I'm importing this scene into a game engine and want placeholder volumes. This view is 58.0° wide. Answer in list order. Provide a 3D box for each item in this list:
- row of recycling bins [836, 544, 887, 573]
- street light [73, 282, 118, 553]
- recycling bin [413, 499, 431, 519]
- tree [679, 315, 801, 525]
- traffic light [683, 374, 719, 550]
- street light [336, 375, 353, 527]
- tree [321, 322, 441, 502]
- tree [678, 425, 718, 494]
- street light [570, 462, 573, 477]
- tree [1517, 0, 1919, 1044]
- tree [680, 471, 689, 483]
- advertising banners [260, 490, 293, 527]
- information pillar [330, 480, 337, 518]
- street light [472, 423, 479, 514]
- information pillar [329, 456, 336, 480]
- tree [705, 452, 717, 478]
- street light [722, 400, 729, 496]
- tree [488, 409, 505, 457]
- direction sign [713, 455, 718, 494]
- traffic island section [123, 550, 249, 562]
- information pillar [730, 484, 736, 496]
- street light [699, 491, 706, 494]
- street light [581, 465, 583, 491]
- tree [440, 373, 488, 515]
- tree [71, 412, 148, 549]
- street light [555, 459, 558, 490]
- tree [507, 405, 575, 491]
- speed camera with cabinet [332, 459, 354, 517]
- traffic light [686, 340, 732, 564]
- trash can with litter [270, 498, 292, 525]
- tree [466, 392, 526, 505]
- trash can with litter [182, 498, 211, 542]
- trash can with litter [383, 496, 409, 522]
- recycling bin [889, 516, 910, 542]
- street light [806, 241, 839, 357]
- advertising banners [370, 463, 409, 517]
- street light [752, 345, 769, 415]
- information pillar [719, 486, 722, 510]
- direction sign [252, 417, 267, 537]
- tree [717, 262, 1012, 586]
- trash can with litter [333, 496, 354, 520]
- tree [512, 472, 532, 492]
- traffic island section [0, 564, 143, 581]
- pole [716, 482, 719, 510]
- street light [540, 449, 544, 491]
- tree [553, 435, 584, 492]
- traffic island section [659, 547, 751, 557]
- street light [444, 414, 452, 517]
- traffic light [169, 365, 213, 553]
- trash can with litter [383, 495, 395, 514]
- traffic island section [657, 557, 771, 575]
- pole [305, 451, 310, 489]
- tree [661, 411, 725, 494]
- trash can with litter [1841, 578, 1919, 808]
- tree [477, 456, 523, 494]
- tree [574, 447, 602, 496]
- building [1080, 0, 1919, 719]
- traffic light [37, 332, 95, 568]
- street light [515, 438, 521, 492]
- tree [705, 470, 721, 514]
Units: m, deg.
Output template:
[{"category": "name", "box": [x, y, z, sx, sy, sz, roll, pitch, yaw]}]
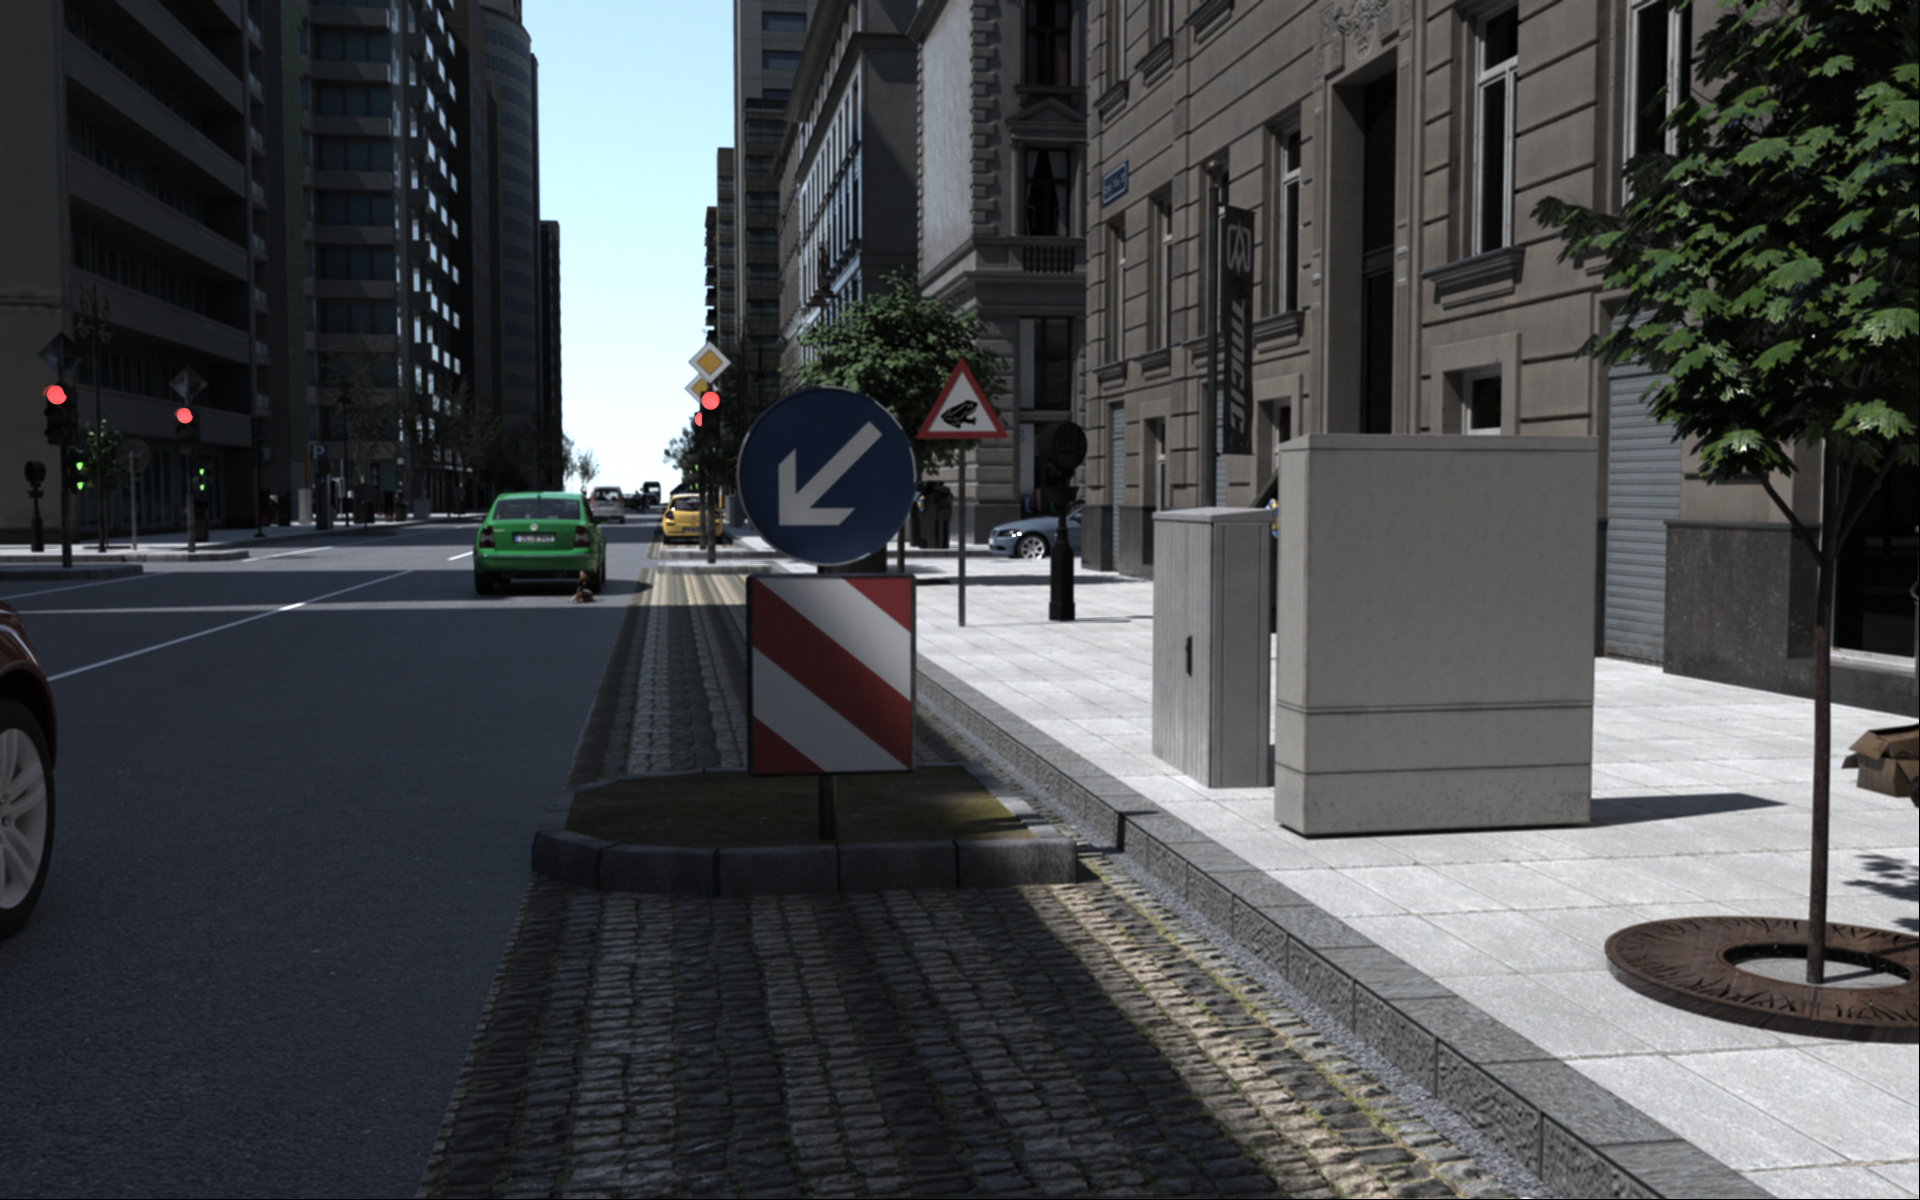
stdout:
[{"category": "row of recycling bins", "box": [-1.795, -1.347, 29.143, 1.069, 1.692, 3.534, -1, 4, -9]}, {"category": "street light", "box": [-18.845, -3.981, 37.873, 0.468, 5.910, 1.993, -1, 4, -10]}, {"category": "recycling bin", "box": [-27.524, -4.649, 88.562, 0.722, 1.027, 0.722, 0, 4, -3]}, {"category": "tree", "box": [-8.872, -7.398, 71.316, 4.360, 8.622, 3.978, 0, 3, 0]}, {"category": "traffic light", "box": [-5.933, -3.108, 39.733, 0.839, 4.253, 0.868, -1, 4, -10]}, {"category": "street light", "box": [-23.912, -5.788, 67.418, 0.468, 5.910, 1.993, -1, 4, -10]}, {"category": "tree", "box": [-25.755, -7.633, 75.162, 4.360, 8.622, 3.978, 0, 3, 0]}, {"category": "tree", "box": [-26.995, -14.006, 179.367, 4.737, 8.622, 4.395, 0, 3, 0]}, {"category": "street light", "box": [-50.392, -15.416, 224.841, 0.468, 5.910, 1.993, -1, 4, -10]}, {"category": "tree", "box": [2.206, -0.594, 4.318, 1.663, 3.219, 1.824, 0, 3, 0]}, {"category": "tree", "box": [-24.643, -11.357, 169.401, 4.285, 4.588, 4.351, 0, 3, 0]}, {"category": "advertising banners", "box": [-27.399, -4.403, 68.172, 2.074, 3.025, 0.090, -2, 4, -29]}, {"category": "information pillar", "box": [-33.935, -5.457, 93.710, 0.304, 2.012, 0.304, -2, 4, -33]}, {"category": "street light", "box": [-31.629, -8.593, 113.283, 0.468, 5.910, 1.993, -1, 4, -10]}, {"category": "information pillar", "box": [-38.813, -7.085, 107.192, 0.183, 3.616, 0.504, 1, 4, 22]}, {"category": "tree", "box": [-11.380, -6.505, 90.063, 4.285, 4.588, 4.351, 0, 3, 0]}, {"category": "street light", "box": [-11.316, -6.813, 84.180, 0.468, 5.910, 1.993, -1, 4, -10]}, {"category": "tree", "box": [-30.292, -9.503, 105.731, 4.360, 8.622, 3.978, 0, 3, 0]}, {"category": "direction sign", "box": [-13.559, -6.345, 95.742, 0.379, 3.537, 0.876, -3, 4, -37]}, {"category": "traffic island section", "box": [-16.879, -0.962, 38.014, 2.009, 0.180, 2.903, -1, 4, -10]}, {"category": "information pillar", "box": [-13.922, -6.220, 106.196, 0.304, 2.012, 0.304, 0, 4, 1]}, {"category": "street light", "box": [-19.058, -9.579, 129.403, 0.468, 5.910, 1.993, -1, 4, -10]}, {"category": "street light", "box": [-55.535, -17.243, 254.701, 0.468, 5.910, 1.993, -1, 4, -10]}, {"category": "tree", "box": [-28.094, -8.611, 91.160, 4.360, 8.622, 3.978, 0, 3, 0]}, {"category": "tree", "box": [-19.950, -2.820, 40.716, 1.663, 3.219, 1.824, 0, 3, 0]}, {"category": "street light", "box": [-45.497, -13.607, 195.267, 0.468, 5.910, 1.993, -1, 4, -10]}, {"category": "tree", "box": [-44.629, -15.206, 183.033, 8.767, 10.594, 7.601, 0, 4, -3]}, {"category": "speed camera with cabinet", "box": [-35.069, -6.419, 99.283, 0.660, 3.252, 2.038, 1, 4, 21]}, {"category": "traffic light", "box": [-4.605, -2.626, 31.859, 0.839, 4.253, 0.868, -1, 4, -10]}, {"category": "trash can with litter", "box": [-28.477, -3.724, 72.279, 1.055, 1.170, 0.624, -2, 4, -31]}, {"category": "tree", "box": [-33.769, -10.741, 125.981, 4.737, 8.622, 4.395, 0, 3, 0]}, {"category": "trash can with litter", "box": [-20.463, -2.146, 46.479, 0.624, 1.170, 1.055, -1, 4, -17]}, {"category": "trash can with litter", "box": [-25.847, -4.156, 79.331, 1.055, 1.170, 0.624, -3, 4, -36]}, {"category": "recycling bin", "box": [-1.695, -2.077, 46.517, 0.722, 1.027, 0.722, 2, 4, 23]}, {"category": "street light", "box": [-2.525, -3.612, 31.840, 0.468, 5.910, 1.993, -1, 4, -10]}, {"category": "advertising banners", "box": [-31.704, -6.117, 96.204, 2.074, 3.025, 0.090, 0, 4, -5]}, {"category": "street light", "box": [-6.212, -4.964, 53.949, 0.468, 5.910, 1.993, -1, 4, -10]}, {"category": "information pillar", "box": [-15.834, -7.542, 114.670, 0.183, 3.616, 0.504, -2, 4, -25]}, {"category": "direction sign", "box": [-20.831, -3.636, 51.452, 0.379, 3.537, 0.876, 0, 4, -5]}, {"category": "tree", "box": [-0.936, -2.510, 24.745, 4.285, 4.588, 4.351, 0, 3, 0]}, {"category": "trash can with litter", "box": [-30.410, -4.520, 84.954, 2.233, 1.210, 1.678, -2, 4, -27]}, {"category": "tree", "box": [-38.219, -9.561, 150.915, 1.663, 3.219, 1.824, 0, 3, 0]}, {"category": "traffic island section", "box": [-15.552, -0.481, 30.139, 2.009, 0.180, 2.903, -1, 4, -10]}, {"category": "pole", "box": [-14.140, -6.544, 100.845, 0.158, 3.312, 0.155, 0, 3, 0]}, {"category": "street light", "box": [-41.916, -12.303, 173.948, 0.468, 5.910, 1.993, -1, 4, -10]}, {"category": "tree", "box": [-48.127, -15.960, 211.300, 4.360, 8.622, 3.978, 0, 3, 0]}, {"category": "traffic island section", "box": [-5.891, -1.075, 39.854, 2.009, 0.180, 2.903, -1, 4, -10]}, {"category": "street light", "box": [-28.970, -7.658, 97.998, 0.468, 5.910, 1.993, -1, 4, -10]}, {"category": "traffic light", "box": [-16.838, -2.995, 37.886, 0.839, 4.253, 0.868, -1, 4, -10]}, {"category": "trash can with litter", "box": [-36.218, -6.041, 109.829, 2.233, 1.210, 1.678, -2, 4, -24]}, {"category": "traffic island section", "box": [-4.564, -0.593, 31.980, 2.009, 0.180, 2.903, -1, 4, -10]}, {"category": "pole", "box": [-30.893, -5.397, 82.082, 0.158, 3.312, 0.155, 0, 3, 0]}, {"category": "tree", "box": [-29.826, -15.991, 195.871, 8.767, 10.594, 7.601, 0, 4, 3]}, {"category": "trash can with litter", "box": [4.056, 0.260, 7.141, 0.624, 1.170, 1.055, 0, 4, -7]}, {"category": "tree", "box": [-35.296, -9.128, 132.959, 4.285, 4.588, 4.351, 0, 3, 0]}, {"category": "tree", "box": [-57.123, -19.243, 264.979, 4.737, 8.622, 4.395, 0, 3, 0]}, {"category": "building", "box": [9.666, -13.507, 18.096, 12.463, 27.353, 25.104, -1, 4, -10]}, {"category": "traffic light", "box": [-15.511, -2.513, 30.012, 0.839, 4.253, 0.868, -1, 4, -10]}, {"category": "street light", "box": [-36.782, -10.478, 144.110, 0.468, 5.910, 1.993, -1, 4, -10]}, {"category": "tree", "box": [-15.865, -7.143, 111.395, 1.663, 3.219, 1.824, 0, 3, 0]}]
